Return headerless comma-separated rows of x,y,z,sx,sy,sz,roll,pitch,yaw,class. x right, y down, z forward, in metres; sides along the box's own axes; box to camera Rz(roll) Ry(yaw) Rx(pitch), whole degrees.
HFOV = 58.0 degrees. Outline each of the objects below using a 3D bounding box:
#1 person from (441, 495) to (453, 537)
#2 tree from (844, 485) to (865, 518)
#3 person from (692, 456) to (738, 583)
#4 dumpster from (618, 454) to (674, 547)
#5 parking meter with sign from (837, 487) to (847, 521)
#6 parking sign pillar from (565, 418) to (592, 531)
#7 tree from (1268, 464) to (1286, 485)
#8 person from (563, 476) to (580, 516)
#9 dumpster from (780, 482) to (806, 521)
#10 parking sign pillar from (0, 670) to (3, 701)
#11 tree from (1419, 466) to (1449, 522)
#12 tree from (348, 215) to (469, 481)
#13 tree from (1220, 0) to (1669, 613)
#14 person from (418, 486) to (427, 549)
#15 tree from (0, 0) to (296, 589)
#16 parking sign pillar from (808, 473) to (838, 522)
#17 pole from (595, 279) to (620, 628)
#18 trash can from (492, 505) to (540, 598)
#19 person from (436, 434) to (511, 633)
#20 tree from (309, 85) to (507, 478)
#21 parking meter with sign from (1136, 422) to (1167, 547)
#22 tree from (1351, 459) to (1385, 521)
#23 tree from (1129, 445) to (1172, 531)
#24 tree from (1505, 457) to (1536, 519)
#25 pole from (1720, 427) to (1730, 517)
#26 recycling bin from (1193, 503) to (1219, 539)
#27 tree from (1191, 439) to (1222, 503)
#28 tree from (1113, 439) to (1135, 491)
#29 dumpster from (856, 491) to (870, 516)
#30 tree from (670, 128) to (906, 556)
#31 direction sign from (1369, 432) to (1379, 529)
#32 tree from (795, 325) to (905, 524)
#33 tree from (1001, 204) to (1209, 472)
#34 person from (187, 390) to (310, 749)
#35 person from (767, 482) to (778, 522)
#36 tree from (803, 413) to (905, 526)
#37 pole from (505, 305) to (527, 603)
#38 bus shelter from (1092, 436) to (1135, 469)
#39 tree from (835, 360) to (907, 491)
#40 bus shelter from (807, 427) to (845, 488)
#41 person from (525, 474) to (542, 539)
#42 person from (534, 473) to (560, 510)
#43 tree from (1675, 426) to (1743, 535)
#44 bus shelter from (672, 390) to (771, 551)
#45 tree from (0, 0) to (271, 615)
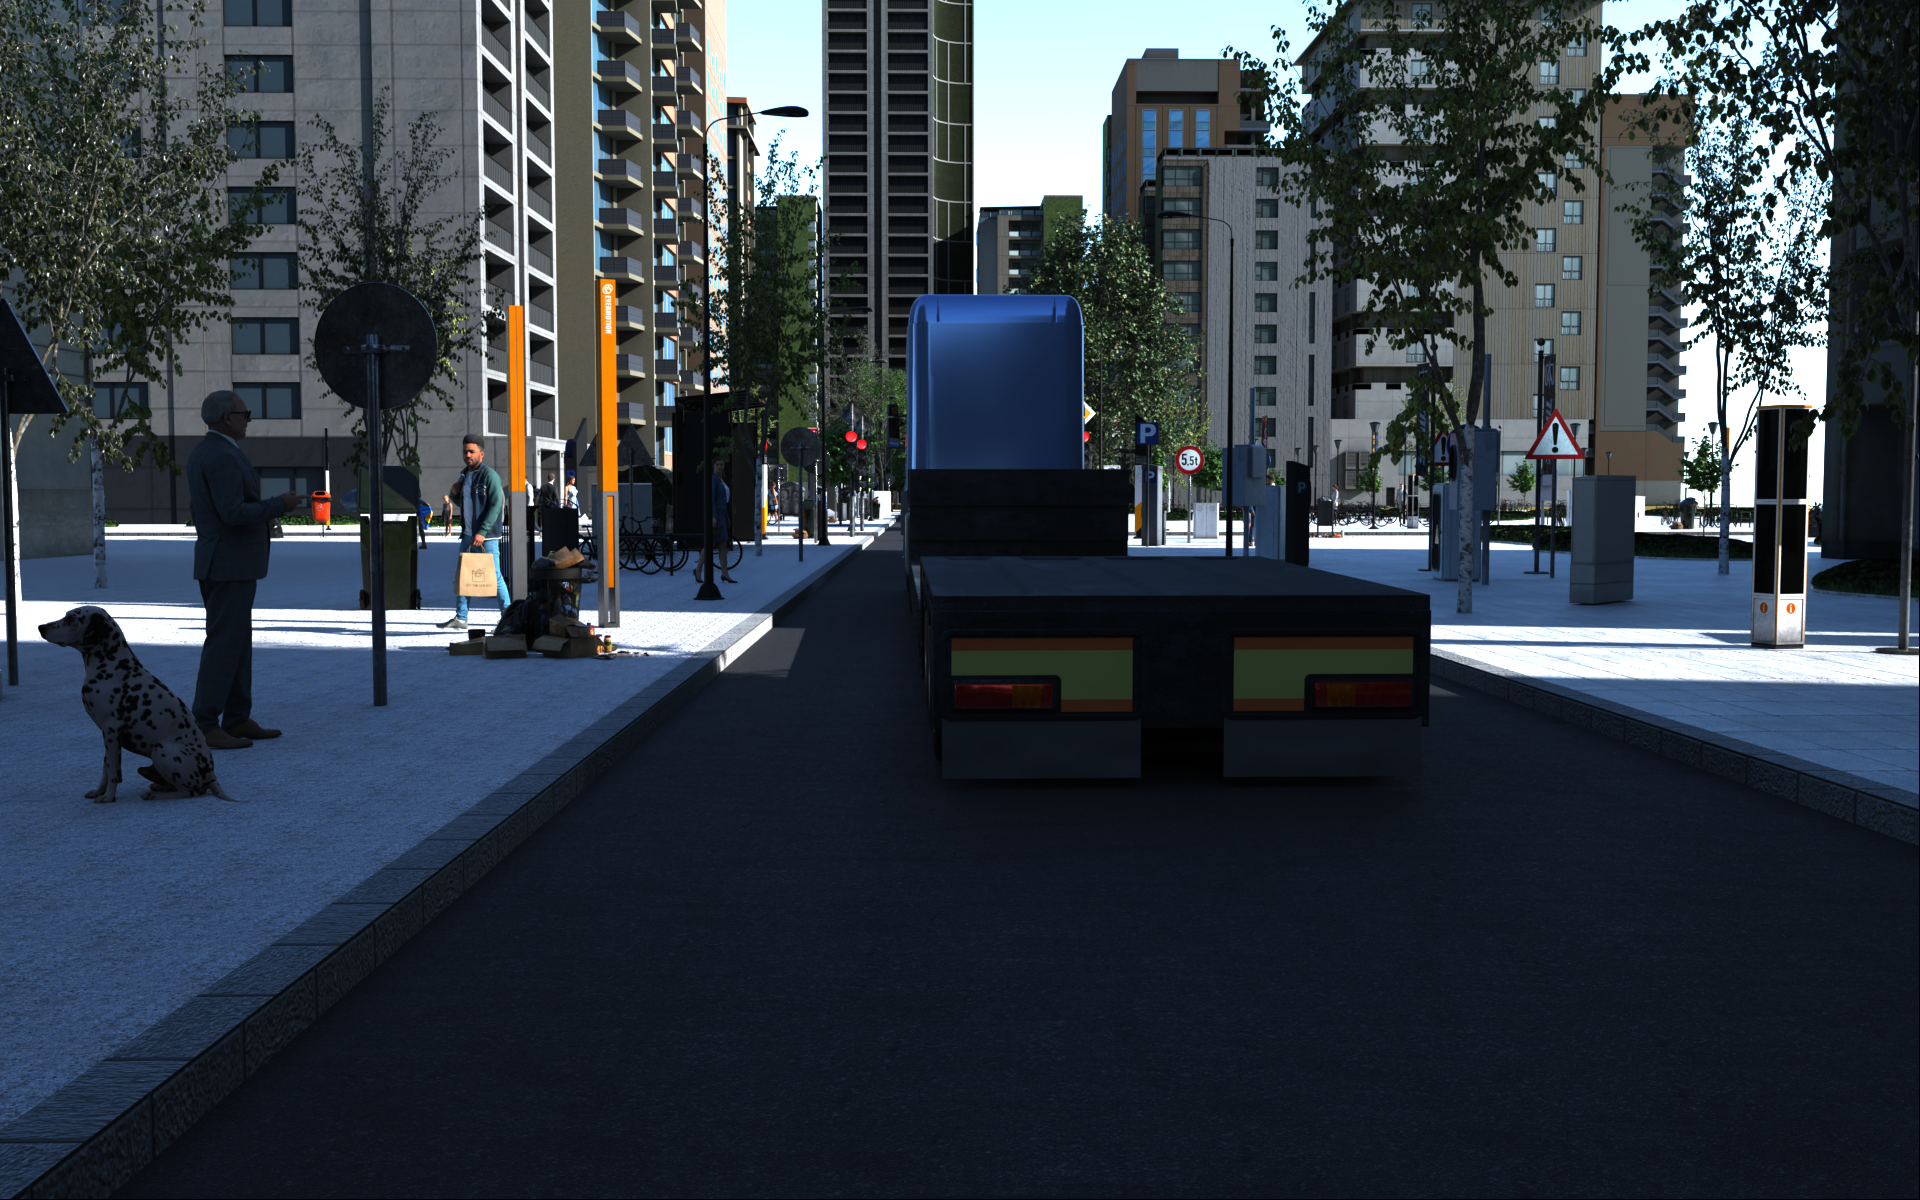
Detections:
-15.416,-2.527,52.029,0.362,1.253,0.373,2,4,28,person
-5.612,-6.023,93.083,1.663,3.219,1.824,0,3,0,tree
-3.530,-1.156,24.974,0.654,1.822,0.581,2,4,27,person
-7.603,-2.428,42.187,1.502,2.255,1.985,0,4,-1,dumpster
-6.180,-5.259,82.243,1.738,3.016,0.543,2,4,30,parking meter with sign
-13.425,-4.414,60.644,1.447,3.967,1.447,0,4,4,parking sign pillar
20.284,-7.210,112.484,1.663,3.219,1.824,0,3,0,tree
-11.402,-2.717,50.568,0.778,1.811,0.616,2,4,25,person
-8.173,-4.786,84.017,1.264,1.857,1.865,0,4,-1,dumpster
-6.612,-1.338,10.351,1.447,3.967,1.447,-3,4,-38,parking sign pillar
22.028,-5.245,80.350,1.663,3.219,1.824,0,3,0,tree
-14.662,-5.797,45.143,4.737,8.622,4.395,0,3,0,tree
5.236,-4.171,18.558,4.737,8.622,4.395,0,3,0,tree
-12.681,-2.082,40.334,0.529,1.795,0.600,-2,4,-32,person
-11.454,-4.464,23.353,4.737,8.622,4.395,0,3,0,tree
-6.384,-5.618,80.328,1.447,3.967,1.447,-1,4,-19,parking sign pillar
-3.378,-1.390,16.574,0.158,3.312,0.155,0,3,0,pole
-5.620,-0.611,21.636,0.748,1.137,0.748,0,3,0,trash can
-4.379,-0.596,15.778,0.713,1.824,0.794,-2,4,-33,person
-10.679,-5.014,32.339,4.360,8.622,3.978,0,3,0,tree
4.782,-2.851,42.872,0.543,3.016,1.738,1,4,16,parking meter with sign
20.092,-5.481,84.221,1.663,3.219,1.824,0,3,0,tree
6.952,-4.062,61.015,1.663,3.219,1.824,0,3,0,tree
29.169,-5.830,89.922,1.663,3.219,1.824,0,3,0,tree
23.363,-3.612,52.897,0.158,3.312,0.155,0,3,0,pole
7.100,-2.294,50.055,0.722,1.027,0.722,0,4,5,recycling bin
15.062,-7.386,104.473,4.285,4.588,4.351,0,3,0,tree
13.226,-10.907,128.695,4.360,8.622,3.978,0,3,0,tree
-5.781,-5.713,99.162,1.264,1.857,1.865,0,4,-1,dumpster
-4.114,-5.230,35.878,4.737,8.622,4.395,0,3,0,tree
15.115,-4.352,63.156,0.379,3.537,0.876,2,4,26,direction sign
-4.799,-7.606,74.719,4.360,8.622,3.978,0,3,0,tree
5.129,-9.274,68.638,9.611,12.733,9.660,0,3,0,tree
-3.653,-0.160,8.836,0.590,1.801,0.661,-2,4,-35,person
-8.420,-4.387,77.859,0.778,1.811,0.616,-2,4,-29,person
-4.746,-5.270,69.886,4.285,4.588,4.351,0,3,0,tree
-4.833,-1.530,18.867,0.158,3.312,0.155,0,3,0,pole
7.321,-6.553,84.777,2.179,5.291,8.768,0,4,-1,bus shelter
-6.105,-12.684,133.134,9.928,11.665,9.643,0,3,0,tree
-8.142,-7.913,107.008,2.179,5.291,8.768,0,4,-1,bus shelter
-12.209,-2.645,49.136,0.795,1.843,0.661,-2,4,-28,person
-11.209,-2.537,47.300,0.659,1.850,0.755,1,4,15,person
21.306,-3.368,49.667,1.663,3.219,1.824,0,3,0,tree
-5.701,-3.109,42.110,1.731,3.624,6.357,0,4,-1,bus shelter
-9.849,-4.150,18.216,4.360,8.622,3.978,0,3,0,tree
